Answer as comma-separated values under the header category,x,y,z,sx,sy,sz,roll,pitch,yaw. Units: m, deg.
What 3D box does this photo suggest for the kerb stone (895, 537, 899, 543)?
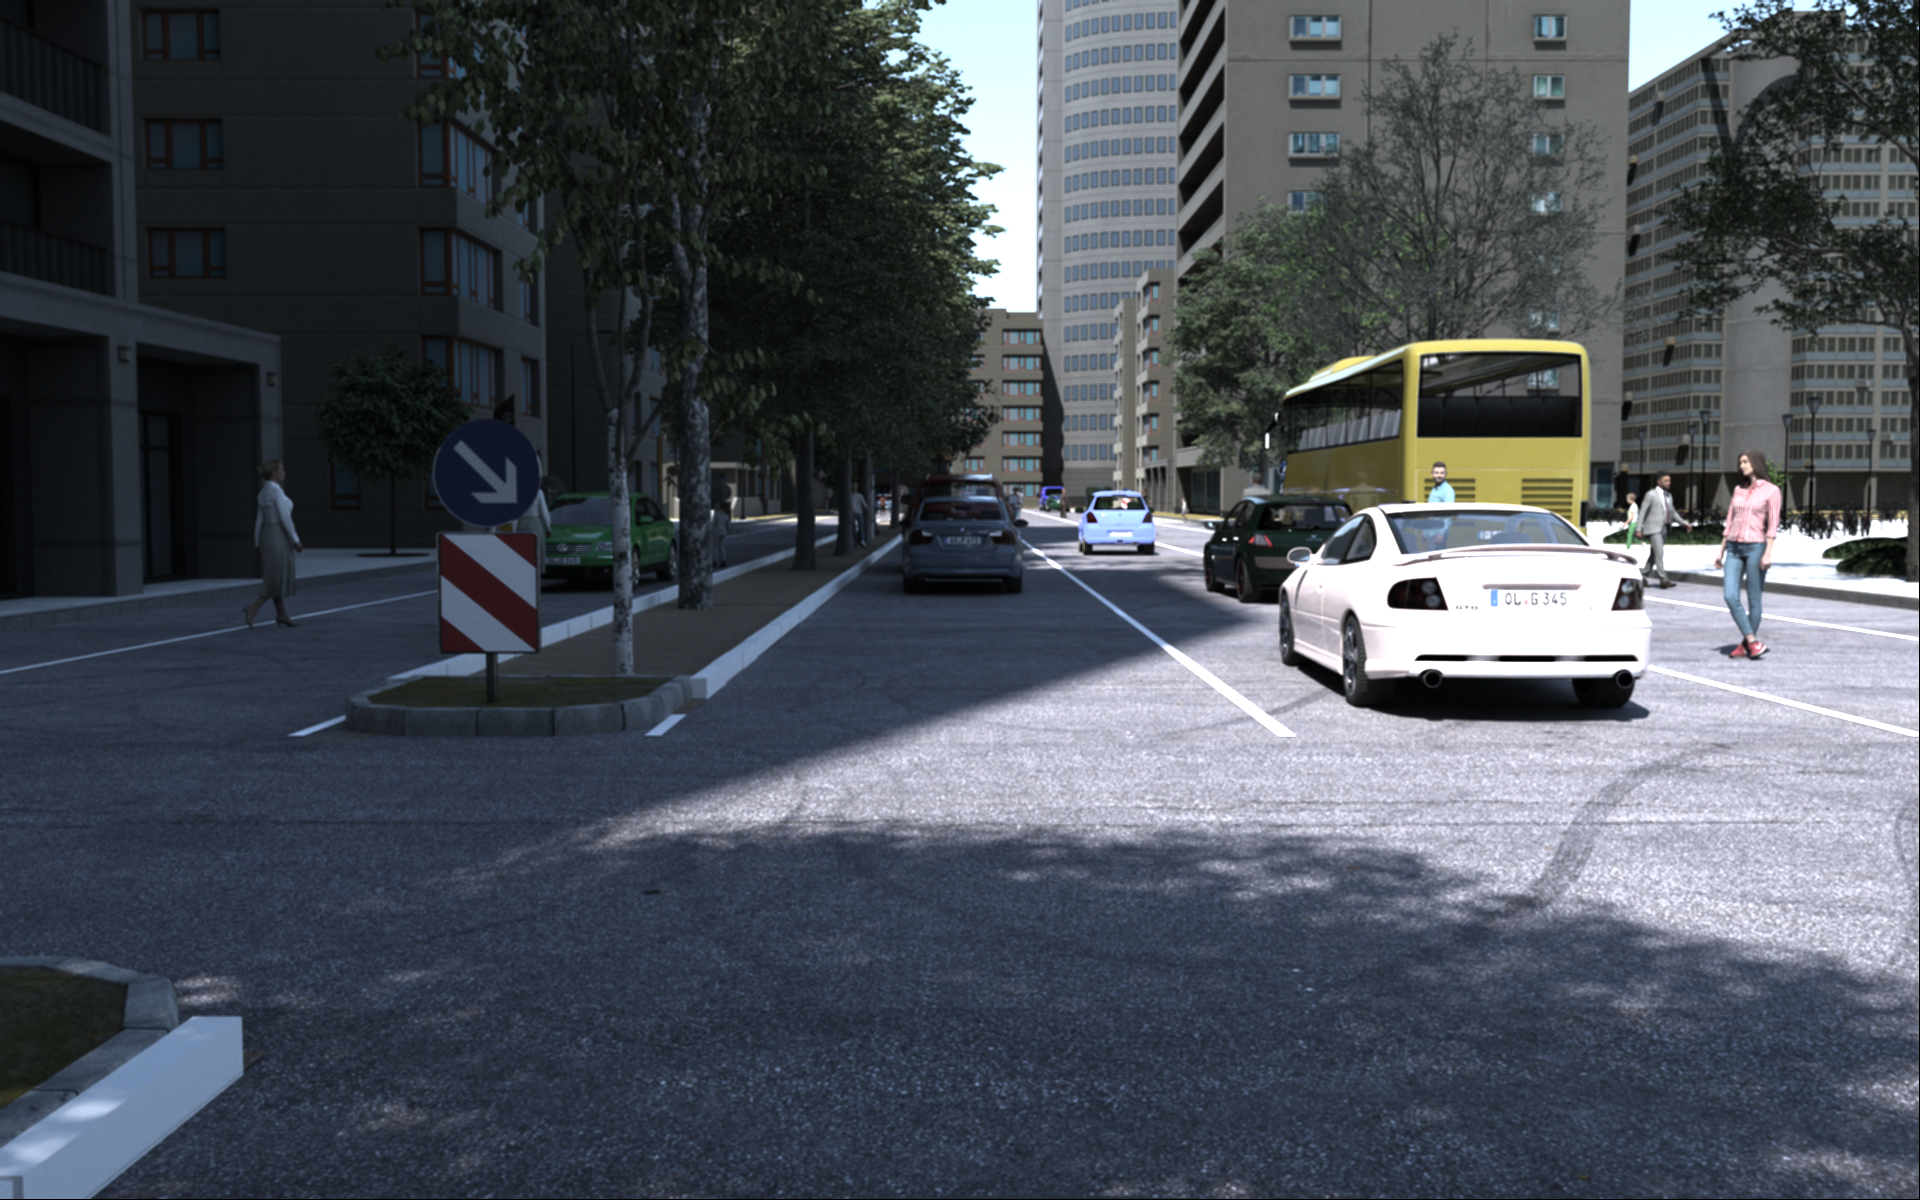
category,x,y,z,sx,sy,sz,roll,pitch,yaw
kerb stone,-1.846,-1.602,48.427,0.120,0.150,1.000,0,3,0

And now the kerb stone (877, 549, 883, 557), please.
category,x,y,z,sx,sy,sz,roll,pitch,yaw
kerb stone,-1.844,-0.977,38.168,0.120,0.150,1.000,0,3,0

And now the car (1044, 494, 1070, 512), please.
category,x,y,z,sx,sy,sz,roll,pitch,yaw
car,7.805,-7.751,138.531,2.131,1.459,4.920,0,4,0

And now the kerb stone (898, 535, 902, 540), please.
category,x,y,z,sx,sy,sz,roll,pitch,yaw
kerb stone,-1.854,-1.729,50.471,0.120,0.150,1.000,0,3,0

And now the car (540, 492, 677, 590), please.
category,x,y,z,sx,sy,sz,roll,pitch,yaw
car,-5.648,-1.123,27.160,1.959,1.807,4.718,0,4,2

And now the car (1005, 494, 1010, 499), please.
category,x,y,z,sx,sy,sz,roll,pitch,yaw
car,3.838,-8.675,153.637,2.131,1.459,4.920,0,4,1

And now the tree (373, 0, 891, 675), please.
category,x,y,z,sx,sy,sz,roll,pitch,yaw
tree,-2.504,-3.656,12.592,4.737,8.622,4.395,0,3,0

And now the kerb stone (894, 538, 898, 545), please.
category,x,y,z,sx,sy,sz,roll,pitch,yaw
kerb stone,-1.845,-1.542,47.403,0.120,0.150,1.000,0,3,0

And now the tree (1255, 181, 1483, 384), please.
category,x,y,z,sx,sy,sz,roll,pitch,yaw
tree,13.536,-8.088,57.995,9.928,11.665,9.643,0,3,0

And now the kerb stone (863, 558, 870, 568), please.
category,x,y,z,sx,sy,sz,roll,pitch,yaw
kerb stone,-1.843,-0.664,33.051,0.120,0.150,1.000,0,3,0

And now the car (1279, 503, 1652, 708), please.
category,x,y,z,sx,sy,sz,roll,pitch,yaw
car,3.593,-0.040,13.024,2.083,1.381,4.827,0,4,2

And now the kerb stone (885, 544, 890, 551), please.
category,x,y,z,sx,sy,sz,roll,pitch,yaw
kerb stone,-1.843,-1.227,42.275,0.120,0.150,1.000,0,3,0

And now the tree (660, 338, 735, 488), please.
category,x,y,z,sx,sy,sz,roll,pitch,yaw
tree,-11.688,-7.530,73.482,4.360,8.622,3.978,0,3,0

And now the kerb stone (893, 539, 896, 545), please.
category,x,y,z,sx,sy,sz,roll,pitch,yaw
kerb stone,-1.847,-1.479,46.381,0.120,0.150,1.000,0,3,0

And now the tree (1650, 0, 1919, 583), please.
category,x,y,z,sx,sy,sz,roll,pitch,yaw
tree,13.545,-5.529,24.809,7.601,10.594,8.767,-1,4,-9

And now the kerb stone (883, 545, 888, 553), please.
category,x,y,z,sx,sy,sz,roll,pitch,yaw
kerb stone,-1.844,-1.163,41.242,0.120,0.150,1.000,0,3,0

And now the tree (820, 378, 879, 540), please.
category,x,y,z,sx,sy,sz,roll,pitch,yaw
tree,-2.769,-6.171,53.709,4.360,8.622,3.978,0,3,0

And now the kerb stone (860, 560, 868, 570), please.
category,x,y,z,sx,sy,sz,roll,pitch,yaw
kerb stone,-1.839,-0.601,32.026,0.120,0.150,1.000,0,3,0

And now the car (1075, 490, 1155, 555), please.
category,x,y,z,sx,sy,sz,roll,pitch,yaw
car,3.752,-1.972,41.833,1.945,1.707,3.694,0,4,1

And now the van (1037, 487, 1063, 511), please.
category,x,y,z,sx,sy,sz,roll,pitch,yaw
van,7.877,-8.838,148.881,2.240,2.365,5.245,0,4,-1

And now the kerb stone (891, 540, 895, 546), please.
category,x,y,z,sx,sy,sz,roll,pitch,yaw
kerb stone,-1.844,-1.416,45.350,0.120,0.150,1.000,0,3,0

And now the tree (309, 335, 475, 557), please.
category,x,y,z,sx,sy,sz,roll,pitch,yaw
tree,-11.742,-3.185,35.784,4.285,4.588,4.351,0,3,0

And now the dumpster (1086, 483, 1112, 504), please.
category,x,y,z,sx,sy,sz,roll,pitch,yaw
dumpster,10.544,-7.731,131.346,1.985,2.255,1.502,0,4,0

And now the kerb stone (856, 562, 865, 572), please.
category,x,y,z,sx,sy,sz,roll,pitch,yaw
kerb stone,-1.840,-0.536,31.004,0.120,0.150,1.000,0,3,0

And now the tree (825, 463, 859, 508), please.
category,x,y,z,sx,sy,sz,roll,pitch,yaw
tree,-10.989,-11.009,163.714,4.285,4.588,4.351,0,3,0

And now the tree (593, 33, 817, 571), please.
category,x,y,z,sx,sy,sz,roll,pitch,yaw
tree,-3.004,-6.841,32.434,7.486,12.596,7.792,0,3,0

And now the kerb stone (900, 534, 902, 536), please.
category,x,y,z,sx,sy,sz,roll,pitch,yaw
kerb stone,-1.848,-1.790,51.495,0.120,0.150,1.000,0,3,0

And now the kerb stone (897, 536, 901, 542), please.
category,x,y,z,sx,sy,sz,roll,pitch,yaw
kerb stone,-1.848,-1.667,49.449,0.120,0.150,1.000,0,3,0

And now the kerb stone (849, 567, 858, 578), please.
category,x,y,z,sx,sy,sz,roll,pitch,yaw
kerb stone,-1.839,-0.412,28.959,0.120,0.150,1.000,0,3,0

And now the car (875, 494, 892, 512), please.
category,x,y,z,sx,sy,sz,roll,pitch,yaw
car,-5.795,-7.431,133.494,2.014,1.417,4.499,0,4,-1

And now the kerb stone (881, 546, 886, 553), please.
category,x,y,z,sx,sy,sz,roll,pitch,yaw
kerb stone,-1.850,-1.102,40.220,0.120,0.150,1.000,0,3,0

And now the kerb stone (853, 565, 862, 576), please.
category,x,y,z,sx,sy,sz,roll,pitch,yaw
kerb stone,-1.832,-0.475,29.981,0.120,0.150,1.000,0,3,0

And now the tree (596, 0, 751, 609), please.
category,x,y,z,sx,sy,sz,roll,pitch,yaw
tree,-4.510,-9.998,21.821,12.611,20.169,13.585,0,3,0

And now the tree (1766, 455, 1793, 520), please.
category,x,y,z,sx,sy,sz,roll,pitch,yaw
tree,39.783,-5.545,85.260,1.663,3.219,1.824,0,3,0

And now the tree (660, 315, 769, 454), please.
category,x,y,z,sx,sy,sz,roll,pitch,yaw
tree,-11.721,-8.968,81.041,8.767,10.594,7.601,1,4,17

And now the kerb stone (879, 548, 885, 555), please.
category,x,y,z,sx,sy,sz,roll,pitch,yaw
kerb stone,-1.842,-1.034,39.193,0.120,0.150,1.000,0,3,0

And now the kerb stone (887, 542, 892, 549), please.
category,x,y,z,sx,sy,sz,roll,pitch,yaw
kerb stone,-1.848,-1.291,43.301,0.120,0.150,1.000,0,3,0

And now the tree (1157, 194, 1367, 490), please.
category,x,y,z,sx,sy,sz,roll,pitch,yaw
tree,13.312,-10.331,75.568,9.857,13.997,8.962,0,3,0

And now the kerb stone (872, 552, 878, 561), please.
category,x,y,z,sx,sy,sz,roll,pitch,yaw
kerb stone,-1.841,-0.850,36.120,0.120,0.150,1.000,0,3,0

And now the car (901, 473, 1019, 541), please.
category,x,y,z,sx,sy,sz,roll,pitch,yaw
car,-0.007,-1.467,32.651,2.281,1.827,5.304,0,4,1

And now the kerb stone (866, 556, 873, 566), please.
category,x,y,z,sx,sy,sz,roll,pitch,yaw
kerb stone,-1.838,-0.725,34.073,0.120,0.150,1.000,0,3,0

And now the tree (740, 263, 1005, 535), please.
category,x,y,z,sx,sy,sz,roll,pitch,yaw
tree,-3.208,-8.636,60.657,9.611,12.733,9.660,0,3,0

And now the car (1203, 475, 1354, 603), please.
category,x,y,z,sx,sy,sz,roll,pitch,yaw
car,4.504,-0.881,24.186,2.009,1.686,4.222,0,4,-1

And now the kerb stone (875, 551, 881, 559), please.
category,x,y,z,sx,sy,sz,roll,pitch,yaw
kerb stone,-1.842,-0.908,37.143,0.120,0.150,1.000,0,3,0

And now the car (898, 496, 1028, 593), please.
category,x,y,z,sx,sy,sz,roll,pitch,yaw
car,0.048,-0.879,26.367,2.014,1.417,4.499,0,4,0

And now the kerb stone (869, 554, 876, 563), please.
category,x,y,z,sx,sy,sz,roll,pitch,yaw
kerb stone,-1.843,-0.789,35.095,0.120,0.150,1.000,0,3,0

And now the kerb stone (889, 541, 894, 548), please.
category,x,y,z,sx,sy,sz,roll,pitch,yaw
kerb stone,-1.844,-1.354,44.328,0.120,0.150,1.000,0,3,0

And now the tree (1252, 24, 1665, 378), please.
category,x,y,z,sx,sy,sz,roll,pitch,yaw
tree,12.860,-8.325,46.489,12.009,13.543,11.850,0,3,0

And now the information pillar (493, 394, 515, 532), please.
category,x,y,z,sx,sy,sz,roll,pitch,yaw
information pillar,-10.567,-2.992,40.272,0.504,3.616,0.183,-1,4,-17
